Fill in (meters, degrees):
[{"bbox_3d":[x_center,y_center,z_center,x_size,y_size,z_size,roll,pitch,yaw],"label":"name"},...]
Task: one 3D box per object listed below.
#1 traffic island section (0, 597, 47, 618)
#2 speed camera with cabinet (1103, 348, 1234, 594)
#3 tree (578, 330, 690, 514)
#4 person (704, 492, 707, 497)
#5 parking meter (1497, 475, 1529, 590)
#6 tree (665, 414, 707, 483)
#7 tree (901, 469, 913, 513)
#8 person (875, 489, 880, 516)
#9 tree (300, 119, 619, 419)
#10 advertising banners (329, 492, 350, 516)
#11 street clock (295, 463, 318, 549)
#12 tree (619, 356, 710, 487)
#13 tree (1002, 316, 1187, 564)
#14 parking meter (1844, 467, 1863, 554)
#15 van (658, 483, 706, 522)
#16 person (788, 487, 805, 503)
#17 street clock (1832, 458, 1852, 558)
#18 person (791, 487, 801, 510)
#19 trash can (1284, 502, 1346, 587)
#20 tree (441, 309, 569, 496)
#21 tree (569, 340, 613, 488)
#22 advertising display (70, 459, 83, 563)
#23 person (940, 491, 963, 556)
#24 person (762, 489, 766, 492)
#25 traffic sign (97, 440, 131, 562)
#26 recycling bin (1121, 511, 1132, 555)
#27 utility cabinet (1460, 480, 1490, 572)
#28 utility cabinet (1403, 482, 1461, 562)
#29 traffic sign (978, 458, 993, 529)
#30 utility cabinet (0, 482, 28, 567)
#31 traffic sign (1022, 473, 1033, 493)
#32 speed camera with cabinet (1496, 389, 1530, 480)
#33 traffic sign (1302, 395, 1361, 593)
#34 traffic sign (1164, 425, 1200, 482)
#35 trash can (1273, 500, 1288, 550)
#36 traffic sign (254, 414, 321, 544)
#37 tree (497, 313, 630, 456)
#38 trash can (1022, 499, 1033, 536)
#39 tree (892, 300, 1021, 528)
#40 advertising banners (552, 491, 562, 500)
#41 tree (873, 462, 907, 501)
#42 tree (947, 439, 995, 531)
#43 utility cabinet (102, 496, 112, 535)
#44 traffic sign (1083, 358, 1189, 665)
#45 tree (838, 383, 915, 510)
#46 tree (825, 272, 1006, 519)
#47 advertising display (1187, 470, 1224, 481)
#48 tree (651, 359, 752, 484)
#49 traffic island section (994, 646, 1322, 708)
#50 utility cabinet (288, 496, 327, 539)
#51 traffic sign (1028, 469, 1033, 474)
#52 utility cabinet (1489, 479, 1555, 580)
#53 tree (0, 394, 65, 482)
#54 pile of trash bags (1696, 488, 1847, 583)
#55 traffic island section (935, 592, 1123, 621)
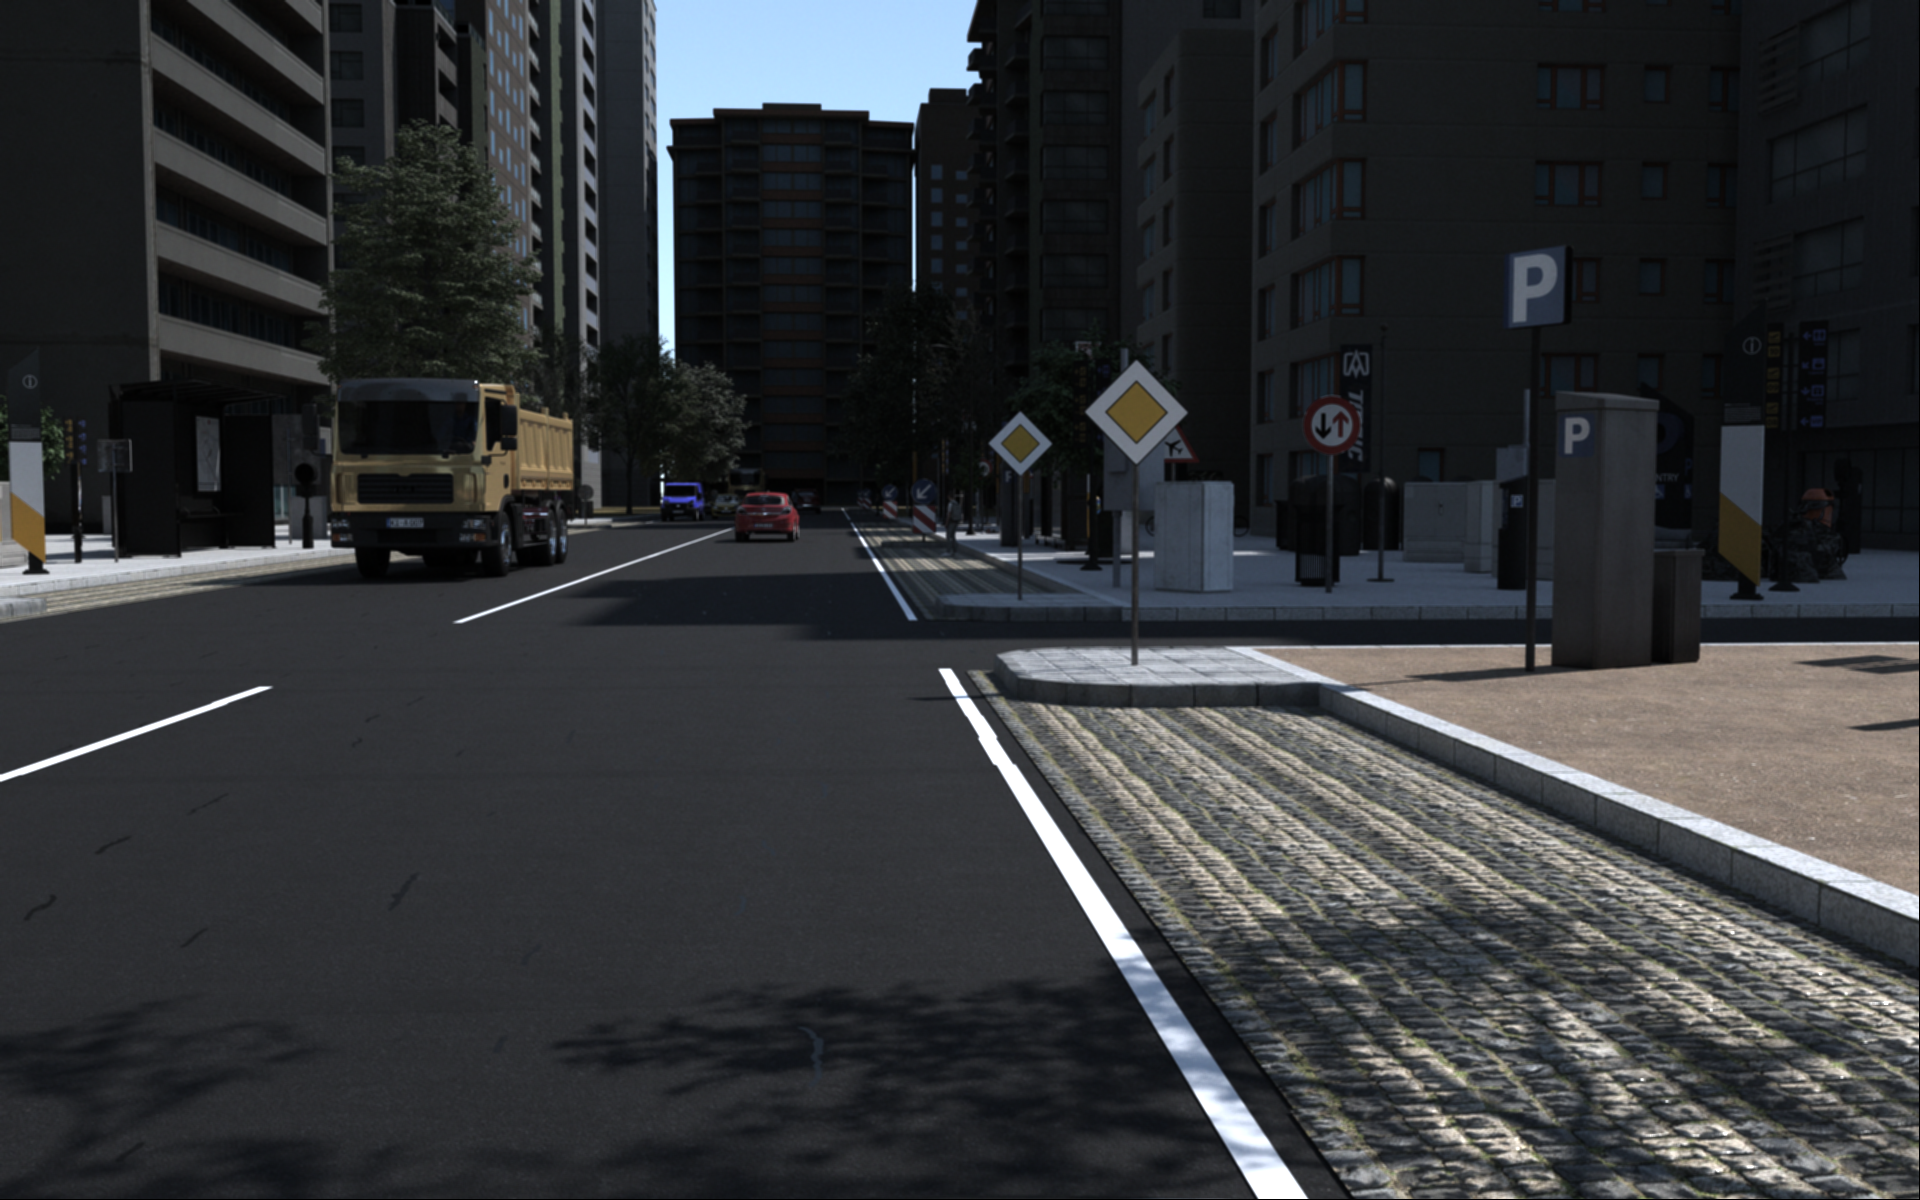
[{"bbox_3d":[-12.012,0.137,20.041,2.009,0.180,2.903,0,4,-4],"label":"traffic island section"},{"bbox_3d":[2.773,-1.761,23.125,0.660,3.252,2.038,-2,4,-34],"label":"speed camera with cabinet"},{"bbox_3d":[-20.851,-11.230,109.372,9.928,11.665,9.643,0,3,0],"label":"tree"},{"bbox_3d":[-21.564,-8.290,144.846,0.742,1.727,0.445,-3,4,-37],"label":"person"},{"bbox_3d":[7.428,-0.909,23.270,0.372,1.533,0.369,0,3,0],"label":"parking meter"},{"bbox_3d":[-24.952,-12.571,155.893,4.360,8.622,3.978,0,3,0],"label":"tree"},{"bbox_3d":[-3.104,-7.631,119.366,1.663,3.219,1.824,0,3,0],"label":"tree"},{"bbox_3d":[-5.423,-6.305,112.305,0.721,1.735,1.217,0,4,-7],"label":"person"},{"bbox_3d":[-16.055,-8.240,52.858,7.486,12.596,7.792,0,3,0],"label":"tree"},{"bbox_3d":[-23.661,-4.332,67.017,0.090,3.025,2.074,1,4,21],"label":"advertising banners"},{"bbox_3d":[-15.365,-2.214,40.761,0.471,2.002,0.358,0,4,4],"label":"street clock"},{"bbox_3d":[-24.612,-13.714,142.357,7.486,12.596,7.792,0,3,0],"label":"tree"},{"bbox_3d":[2.490,-2.965,32.194,4.285,4.588,4.351,0,3,0],"label":"tree"},{"bbox_3d":[19.142,-1.921,37.126,0.255,1.863,0.399,3,5,44],"label":"parking meter"},{"bbox_3d":[-14.644,-5.337,91.636,2.240,2.365,5.245,0,4,-3],"label":"van"},{"bbox_3d":[-9.984,-5.855,103.863,1.348,1.869,0.705,0,4,-6],"label":"person"},{"bbox_3d":[17.749,-1.853,34.871,0.358,2.002,0.471,3,4,38],"label":"street clock"},{"bbox_3d":[-9.747,-5.762,102.701,0.705,1.826,1.348,1,4,14],"label":"person"},{"bbox_3d":[4.983,-0.762,24.119,0.748,1.137,0.748,0,3,0],"label":"trash can"},{"bbox_3d":[-17.991,-7.088,66.253,4.360,8.622,3.978,0,3,0],"label":"tree"},{"bbox_3d":[-18.865,-8.040,81.821,4.360,8.622,3.978,0,3,0],"label":"tree"},{"bbox_3d":[-16.555,-1.668,32.481,0.123,1.923,0.974,-1,4,-23],"label":"advertising display"},{"bbox_3d":[-0.200,-1.763,39.923,0.523,1.515,0.503,0,4,-2],"label":"person"},{"bbox_3d":[-10.883,-5.327,96.527,0.756,1.711,0.436,-1,4,-12],"label":"person"},{"bbox_3d":[-15.857,-1.858,32.501,0.606,2.300,0.079,0,4,-2],"label":"traffic sign"},{"bbox_3d":[3.416,-1.487,36.860,0.722,1.027,0.722,0,4,2],"label":"recycling bin"},{"bbox_3d":[8.731,-1.209,28.448,1.173,1.500,0.318,-3,5,-42],"label":"utility cabinet"},{"bbox_3d":[8.936,-1.456,32.484,1.173,1.500,0.318,1,4,22],"label":"utility cabinet"},{"bbox_3d":[0.789,-3.766,61.678,0.768,2.556,0.104,0,4,4],"label":"traffic sign"},{"bbox_3d":[-16.763,-1.329,30.401,0.318,1.500,1.173,0,4,-7],"label":"utility cabinet"},{"bbox_3d":[2.154,-3.557,58.164,0.884,2.594,0.081,0,4,1],"label":"traffic sign"},{"bbox_3d":[10.960,-2.391,33.433,0.660,3.252,2.038,3,4,37],"label":"speed camera with cabinet"},{"bbox_3d":[4.794,-1.366,22.437,0.768,2.556,0.104,0,4,-4],"label":"traffic sign"},{"bbox_3d":[3.629,-1.804,29.500,0.884,2.594,0.081,0,4,5],"label":"traffic sign"},{"bbox_3d":[7.574,-1.721,39.784,0.748,1.137,0.748,0,3,0],"label":"trash can"},{"bbox_3d":[-17.474,-3.083,44.284,2.265,3.308,0.079,0,4,2],"label":"traffic sign"},{"bbox_3d":[-20.625,-9.511,89.911,7.601,10.594,8.767,0,4,6],"label":"tree"},{"bbox_3d":[2.009,-2.558,53.477,0.748,1.137,0.748,0,3,0],"label":"trash can"},{"bbox_3d":[0.516,-6.993,64.694,4.360,8.622,3.978,0,3,0],"label":"tree"},{"bbox_3d":[-17.762,-4.921,76.643,0.090,3.025,2.074,0,4,0],"label":"advertising banners"},{"bbox_3d":[-6.268,-10.526,155.806,4.285,4.588,4.351,0,3,0],"label":"tree"},{"bbox_3d":[0.443,-4.026,60.430,1.663,3.219,1.824,0,3,0],"label":"tree"},{"bbox_3d":[-26.359,-2.641,54.338,1.020,1.237,0.306,1,4,12],"label":"utility cabinet"},{"bbox_3d":[1.306,-0.568,12.924,0.795,2.450,0.064,0,4,-4],"label":"traffic sign"},{"bbox_3d":[-6.125,-13.234,142.131,9.928,11.665,9.643,0,3,0],"label":"tree"},{"bbox_3d":[-2.211,-10.558,89.631,9.611,12.733,9.660,0,3,0],"label":"tree"},{"bbox_3d":[6.648,-2.552,46.940,0.974,1.923,0.123,1,4,12],"label":"advertising display"},{"bbox_3d":[-24.841,-15.734,163.903,9.857,13.997,8.962,0,3,0],"label":"tree"},{"bbox_3d":[1.329,0.567,13.003,2.009,0.180,2.903,0,4,-4],"label":"traffic island section"},{"bbox_3d":[-18.609,-2.339,49.405,1.020,1.237,0.306,0,4,5],"label":"utility cabinet"},{"bbox_3d":[2.239,-2.977,48.780,0.768,2.556,0.104,0,4,2],"label":"traffic sign"},{"bbox_3d":[8.588,-1.067,26.117,0.318,1.500,1.173,-2,4,-30],"label":"utility cabinet"},{"bbox_3d":[-28.864,-4.225,52.788,4.285,4.588,4.351,0,3,0],"label":"tree"},{"bbox_3d":[12.598,-1.024,26.488,1.912,1.369,3.447,3,5,44],"label":"pile of trash bags"},{"bbox_3d":[0.746,0.080,20.967,2.009,0.180,2.903,0,4,-4],"label":"traffic island section"}]
